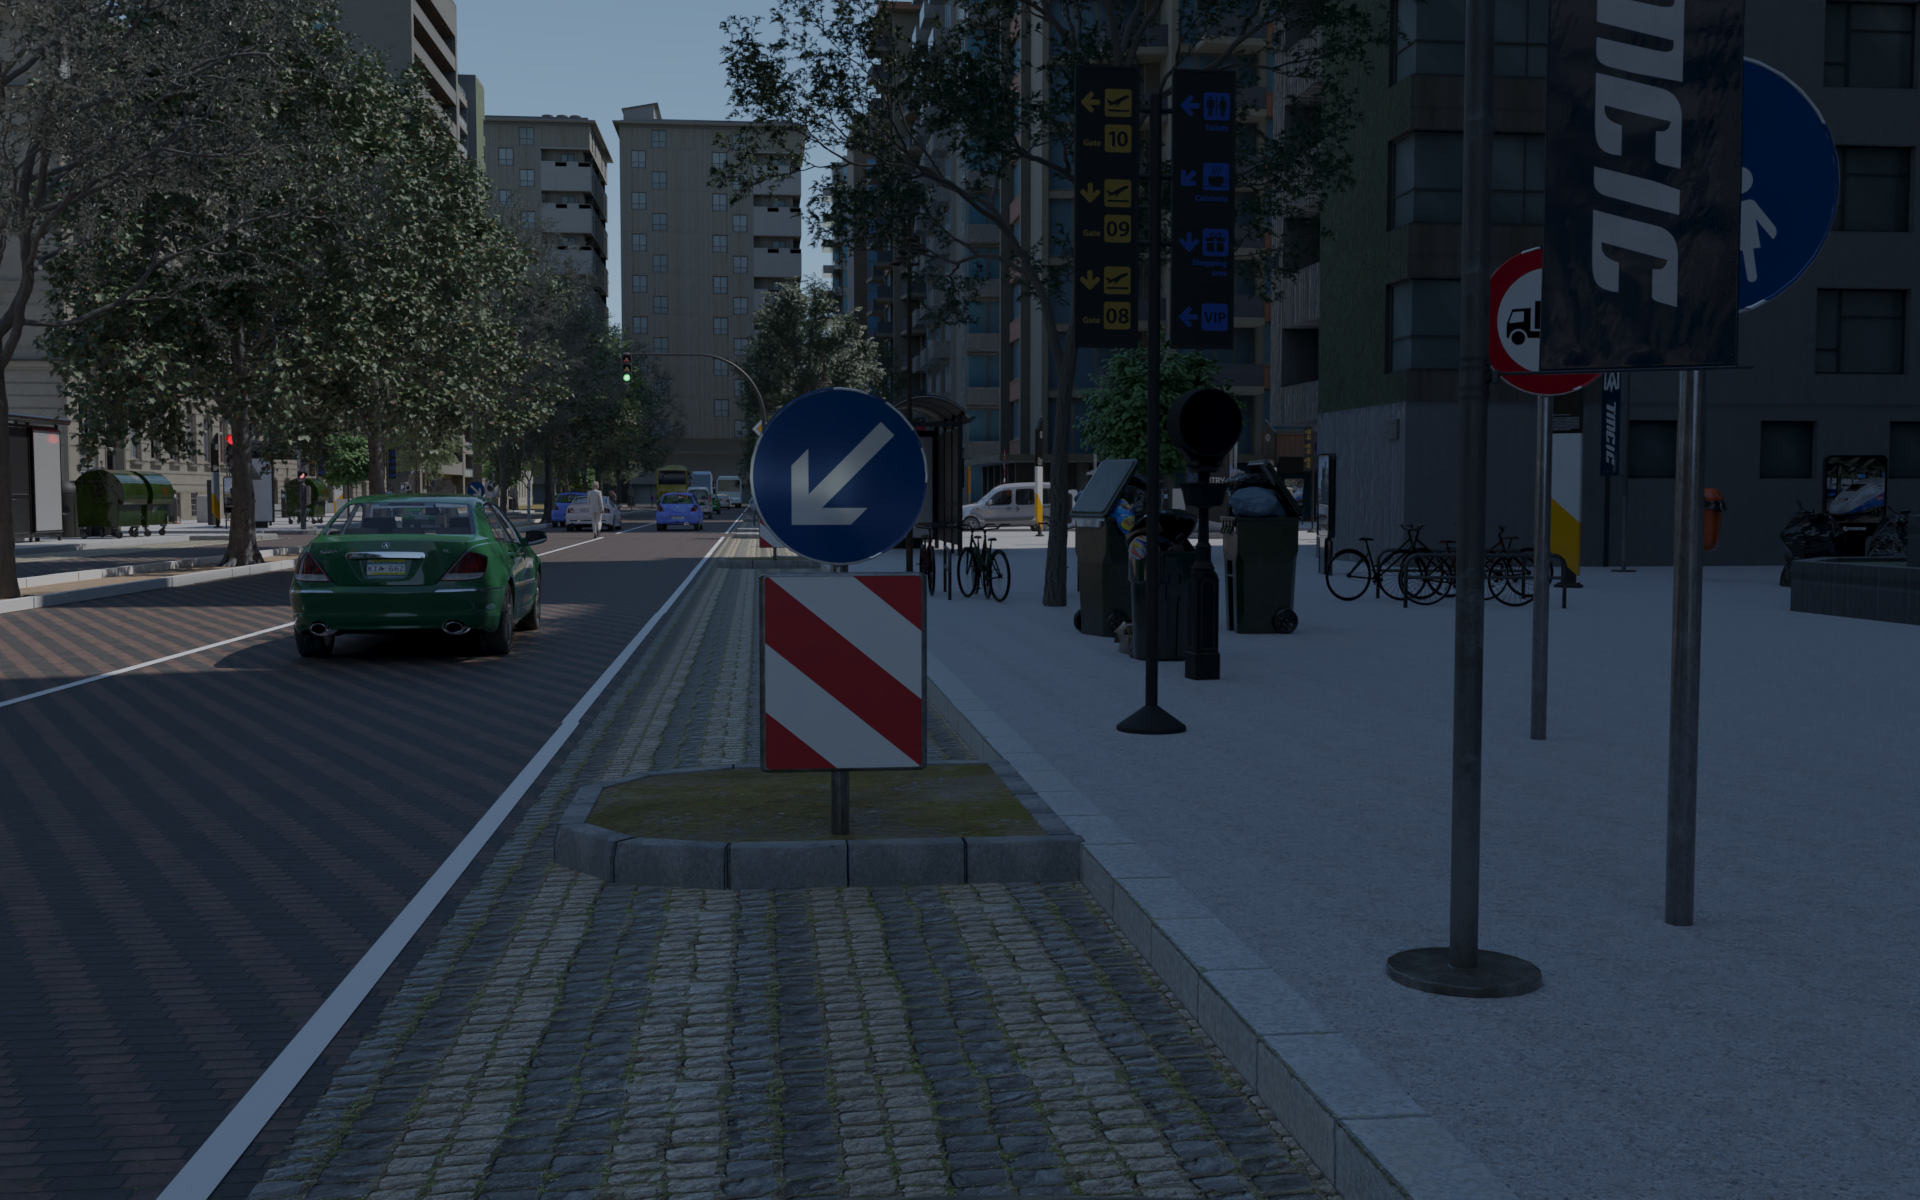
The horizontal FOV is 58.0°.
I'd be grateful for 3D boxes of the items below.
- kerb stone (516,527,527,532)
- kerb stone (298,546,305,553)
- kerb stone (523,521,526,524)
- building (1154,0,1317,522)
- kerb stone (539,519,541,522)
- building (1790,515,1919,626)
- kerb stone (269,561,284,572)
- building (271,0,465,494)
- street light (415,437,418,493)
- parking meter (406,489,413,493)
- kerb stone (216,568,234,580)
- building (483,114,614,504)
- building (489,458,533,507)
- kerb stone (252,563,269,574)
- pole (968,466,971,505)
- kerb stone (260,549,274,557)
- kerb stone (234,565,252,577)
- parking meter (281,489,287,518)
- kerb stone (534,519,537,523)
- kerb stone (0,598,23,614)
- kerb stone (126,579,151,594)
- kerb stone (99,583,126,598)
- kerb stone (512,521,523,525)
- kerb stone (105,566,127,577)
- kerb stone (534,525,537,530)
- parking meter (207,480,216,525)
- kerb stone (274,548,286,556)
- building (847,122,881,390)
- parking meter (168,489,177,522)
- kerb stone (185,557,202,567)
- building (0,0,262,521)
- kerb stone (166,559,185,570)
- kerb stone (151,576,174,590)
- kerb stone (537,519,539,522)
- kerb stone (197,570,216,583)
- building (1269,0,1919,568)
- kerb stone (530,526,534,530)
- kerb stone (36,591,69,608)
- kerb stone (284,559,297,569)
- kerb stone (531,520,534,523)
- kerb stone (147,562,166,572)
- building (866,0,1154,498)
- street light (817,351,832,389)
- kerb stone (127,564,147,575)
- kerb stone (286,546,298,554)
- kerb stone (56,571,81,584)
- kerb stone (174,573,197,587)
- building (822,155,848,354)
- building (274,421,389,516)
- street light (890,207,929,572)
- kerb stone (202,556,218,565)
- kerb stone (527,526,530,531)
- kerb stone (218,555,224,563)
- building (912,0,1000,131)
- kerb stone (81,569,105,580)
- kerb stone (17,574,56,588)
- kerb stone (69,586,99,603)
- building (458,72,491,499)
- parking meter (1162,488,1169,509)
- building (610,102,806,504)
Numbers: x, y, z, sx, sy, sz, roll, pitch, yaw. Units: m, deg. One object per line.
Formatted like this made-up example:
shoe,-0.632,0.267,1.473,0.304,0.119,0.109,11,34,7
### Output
kerb stone,-16.828,-2.705,66.430,0.120,0.150,1.000,0,4,-7
kerb stone,-16.132,-1.223,42.196,0.120,0.150,1.000,0,4,-7
kerb stone,-20.687,-3.627,81.492,0.120,0.150,1.000,0,4,-7
building,14.818,-26.389,86.079,28.867,44.769,22.147,0,4,-7
kerb stone,-21.399,-3.998,87.584,0.120,0.150,1.000,0,4,-7
building,19.946,-28.466,7.418,21.231,58.520,28.212,0,4,-7
kerb stone,-12.867,-0.620,32.324,0.120,0.150,1.000,0,4,-7
building,-54.511,-31.877,144.898,21.300,48.544,21.600,0,4,-7
street light,-29.333,-7.379,93.435,0.468,5.910,1.993,0,4,-7
parking meter,-30.432,-5.340,95.713,0.372,1.533,0.369,0,3,0
kerb stone,-12.516,-0.432,29.262,0.120,0.150,1.000,0,4,-7
building,-60.578,-39.779,239.622,27.495,52.752,28.713,0,4,-7
building,-63.279,-21.039,189.020,28.899,21.520,27.650,0,4,-7
kerb stone,-12.744,-0.557,31.310,0.120,0.150,1.000,0,4,-7
pole,0.577,-7.017,108.567,0.158,3.312,0.155,0,3,0
kerb stone,-15.771,-1.036,39.134,0.120,0.150,1.000,0,4,-7
kerb stone,-12.631,-0.495,30.286,0.120,0.150,1.000,0,4,-7
parking meter,-36.213,-5.167,92.890,0.372,1.533,0.369,0,3,0
kerb stone,-21.164,-3.870,85.554,0.120,0.150,1.000,0,4,-7
kerb stone,-11.567,0.072,21.110,0.120,0.150,1.000,0,4,-7
kerb stone,-12.036,-0.183,25.187,0.120,0.150,1.000,0,4,-7
kerb stone,-11.918,-0.120,24.163,0.120,0.150,1.000,0,4,-7
kerb stone,-20.570,-3.562,80.472,0.120,0.150,1.000,0,4,-7
kerb stone,-14.705,-0.472,29.954,0.120,0.150,1.000,0,4,-7
kerb stone,-17.188,-2.892,69.483,0.120,0.150,1.000,0,4,-7
parking meter,-30.750,-4.009,71.258,0.255,1.863,0.399,1,4,15
kerb stone,-15.890,-1.095,40.149,0.120,0.150,1.000,0,4,-7
building,-5.783,-33.698,201.068,14.600,45.320,14.200,0,4,-7
parking meter,-35.214,-4.221,77.431,0.372,1.533,0.369,0,3,0
kerb stone,-15.175,-0.724,34.036,0.120,0.150,1.000,0,4,-7
building,-44.782,-15.248,82.581,16.112,22.955,30.059,0,4,-7
kerb stone,-15.056,-0.656,33.013,0.120,0.150,1.000,0,4,-7
kerb stone,-12.163,-0.244,26.210,0.120,0.150,1.000,0,4,-7
kerb stone,-21.281,-3.934,86.569,0.120,0.150,1.000,0,4,-7
kerb stone,-12.393,-0.370,28.246,0.120,0.150,1.000,0,4,-7
building,13.910,-16.219,36.876,14.160,30.474,14.107,0,4,-7
kerb stone,-17.068,-2.830,68.465,0.120,0.150,1.000,0,4,-7
kerb stone,-11.681,0.009,22.133,0.120,0.150,1.000,0,4,-7
kerb stone,-12.985,-0.682,33.340,0.120,0.150,1.000,0,4,-7
kerb stone,-21.056,-3.813,84.537,0.120,0.150,1.000,0,4,-7
kerb stone,-14.945,-0.594,31.992,0.120,0.150,1.000,0,4,-7
building,2.985,-30.648,155.726,22.147,44.769,28.867,0,4,-7
street light,-4.397,-5.100,56.174,0.468,5.910,1.993,0,4,-7
kerb stone,-14.820,-0.535,30.977,0.120,0.150,1.000,0,4,-7
kerb stone,-16.005,-1.161,41.172,0.120,0.150,1.000,0,4,-7
kerb stone,-14.476,-0.350,27.922,0.120,0.150,1.000,0,4,-7
kerb stone,-12.268,-0.308,27.226,0.120,0.150,1.000,0,4,-7
building,-4.115,-38.155,243.445,30.456,49.044,23.786,0,4,-7
building,-47.393,-18.156,115.943,14.460,24.649,34.723,0,4,-7
street light,-0.763,-3.257,26.037,0.468,5.910,1.993,0,4,-7
kerb stone,-15.294,-0.786,35.051,0.120,0.150,1.000,0,4,-7
kerb stone,-16.953,-2.768,67.445,0.120,0.150,1.000,0,4,-7
kerb stone,-15.418,-0.845,36.077,0.120,0.150,1.000,0,4,-7
building,8.289,-30.959,125.787,23.786,49.044,30.456,0,4,-7
kerb stone,-14.587,-0.412,28.938,0.120,0.150,1.000,0,4,-7
kerb stone,-14.350,-0.284,26.908,0.120,0.150,1.000,0,4,-7
kerb stone,-11.798,-0.058,23.148,0.120,0.150,1.000,0,4,-7
building,-52.779,-29.337,163.250,14.154,41.232,14.086,0,4,-7
parking meter,8.663,-3.973,73.370,0.372,1.533,0.369,0,3,0
building,-33.237,-39.957,242.528,27.495,52.752,28.713,0,4,-7
